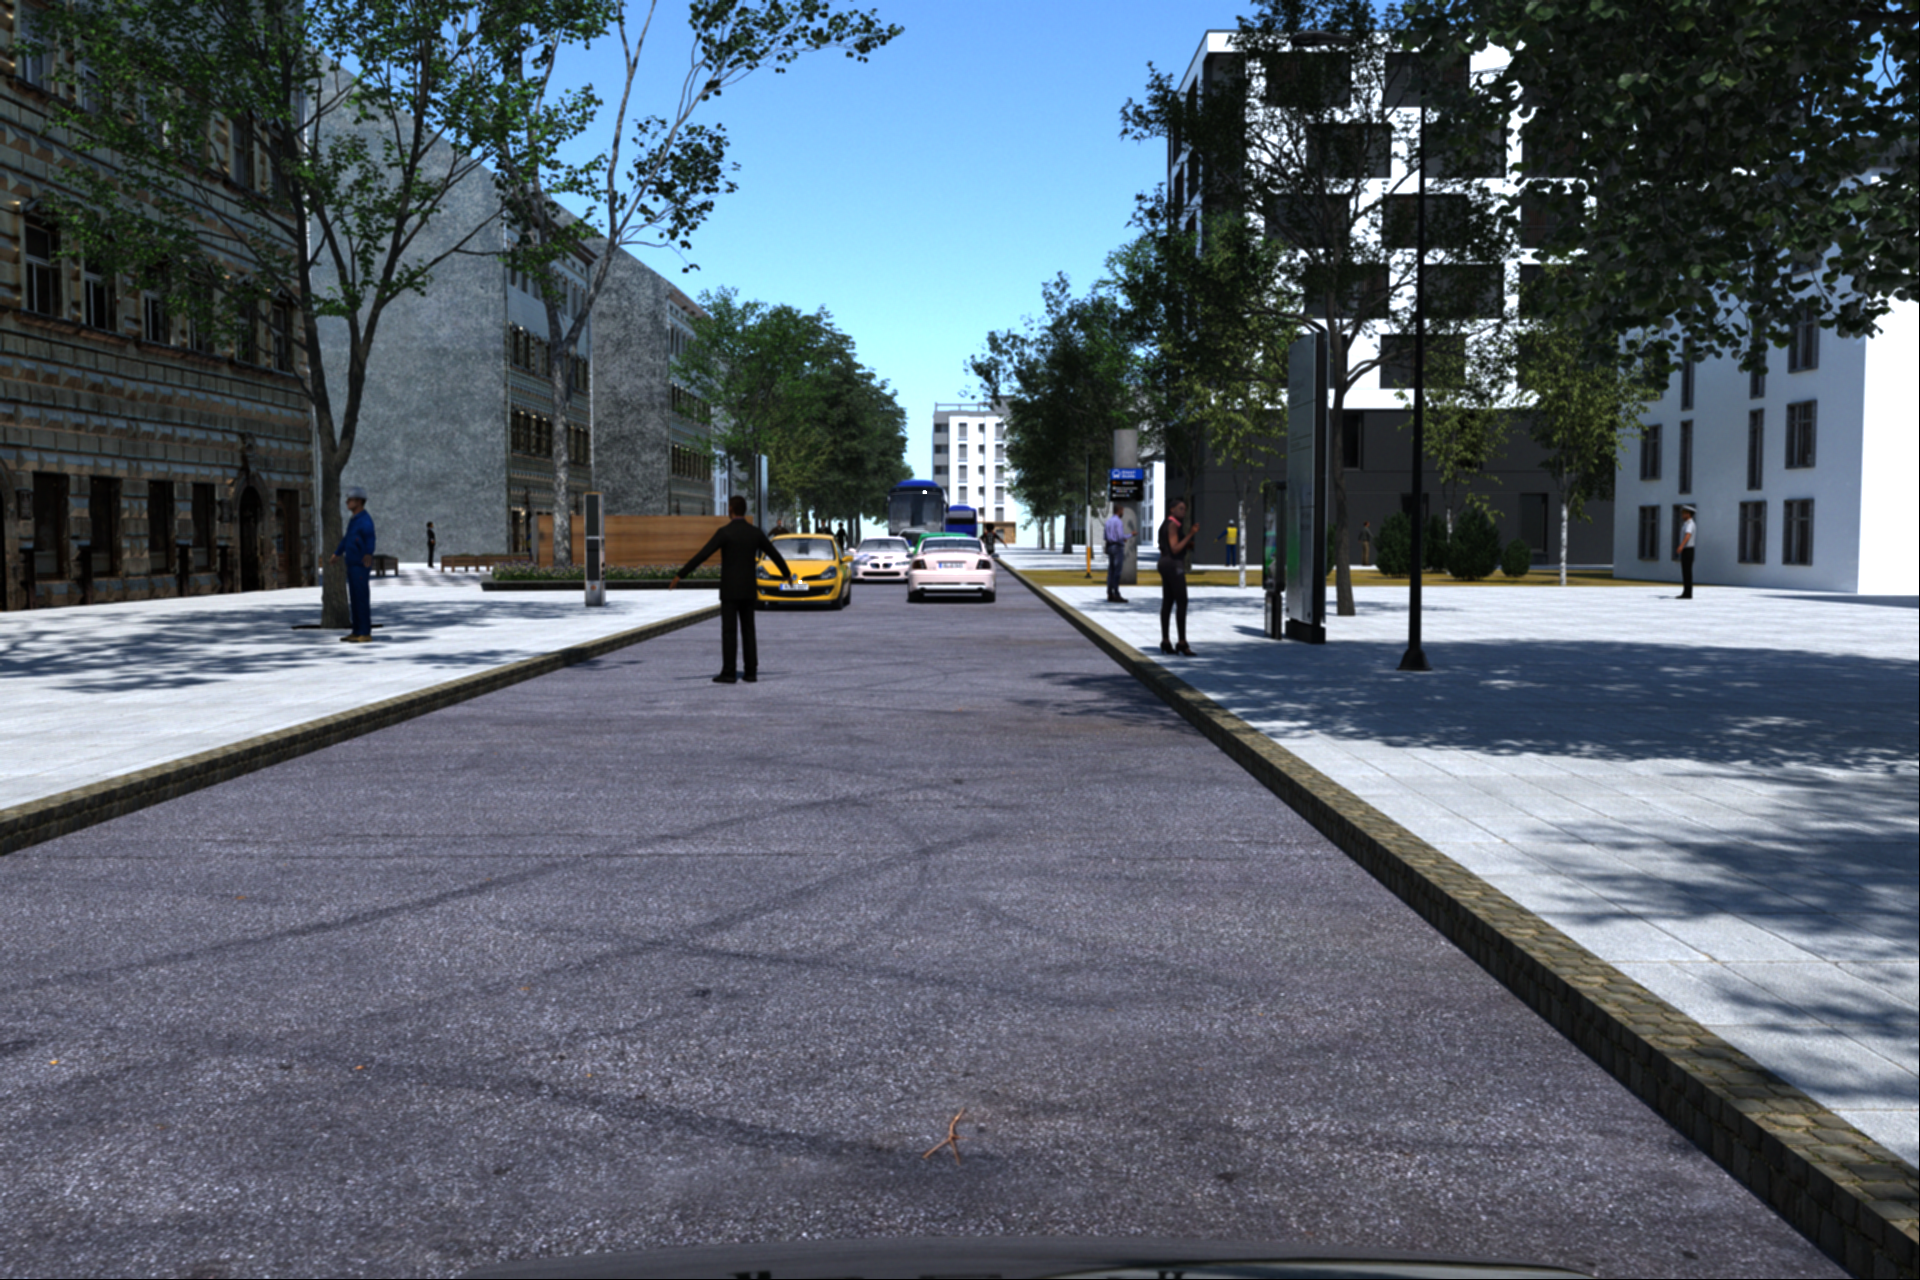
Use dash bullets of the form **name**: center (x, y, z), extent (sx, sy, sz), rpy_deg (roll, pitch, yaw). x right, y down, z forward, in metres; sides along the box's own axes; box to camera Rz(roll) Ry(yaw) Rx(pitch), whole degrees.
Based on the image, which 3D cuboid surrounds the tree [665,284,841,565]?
- **tree**: center (-8.606, -9.000, 72.897), extent (9.928, 11.665, 9.643), rpy_deg (0, 3, 0)

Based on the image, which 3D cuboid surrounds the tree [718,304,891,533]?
- **tree**: center (-8.597, -11.508, 94.809), extent (9.857, 13.997, 8.962), rpy_deg (0, 3, 0)

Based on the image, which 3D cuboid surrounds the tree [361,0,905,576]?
- **tree**: center (-8.044, -11.200, 39.015), extent (12.611, 20.169, 13.585), rpy_deg (0, 3, 0)

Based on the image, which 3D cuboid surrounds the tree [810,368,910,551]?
- **tree**: center (-8.486, -13.772, 131.819), extent (9.857, 13.997, 8.962), rpy_deg (0, 3, 0)

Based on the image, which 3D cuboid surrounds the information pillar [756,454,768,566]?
- **information pillar**: center (-5.905, -3.694, 51.711), extent (0.184, 3.620, 1.656), rpy_deg (0, 4, -1)

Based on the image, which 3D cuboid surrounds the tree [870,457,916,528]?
- **tree**: center (-8.839, -19.407, 235.432), extent (7.486, 12.596, 7.792), rpy_deg (0, 3, 0)

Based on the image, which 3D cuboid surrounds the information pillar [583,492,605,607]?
- **information pillar**: center (-6.479, -1.604, 30.711), extent (0.304, 2.012, 0.304), rpy_deg (0, 4, 0)

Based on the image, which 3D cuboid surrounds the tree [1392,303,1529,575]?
- **tree**: center (15.395, -6.340, 54.022), extent (4.737, 8.622, 4.395), rpy_deg (0, 3, 0)

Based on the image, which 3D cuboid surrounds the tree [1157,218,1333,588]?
- **tree**: center (6.634, -5.506, 40.381), extent (4.737, 8.622, 4.395), rpy_deg (0, 3, 0)

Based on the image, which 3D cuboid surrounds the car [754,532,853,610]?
- **car**: center (-3.060, -1.443, 33.815), extent (2.015, 1.641, 3.980), rpy_deg (0, 4, 0)

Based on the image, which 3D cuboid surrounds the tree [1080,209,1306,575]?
- **tree**: center (7.354, -7.897, 54.870), extent (9.928, 11.665, 9.643), rpy_deg (0, 3, 0)

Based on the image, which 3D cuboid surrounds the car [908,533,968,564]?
- **car**: center (-0.438, -2.297, 46.351), extent (1.959, 1.807, 4.718), rpy_deg (0, 4, -1)

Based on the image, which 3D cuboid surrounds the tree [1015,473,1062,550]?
- **tree**: center (6.435, -11.693, 141.535), extent (4.737, 8.622, 4.395), rpy_deg (0, 3, 0)

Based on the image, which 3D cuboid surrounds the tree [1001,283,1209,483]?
- **tree**: center (5.827, -7.961, 64.568), extent (7.601, 10.594, 8.767), rpy_deg (2, 4, 34)

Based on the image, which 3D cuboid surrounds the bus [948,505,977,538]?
- **bus**: center (0.021, -9.552, 147.714), extent (2.896, 3.916, 12.251), rpy_deg (0, 4, -1)

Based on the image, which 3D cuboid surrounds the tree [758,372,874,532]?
- **tree**: center (-8.839, -10.990, 105.440), extent (9.928, 11.665, 9.643), rpy_deg (0, 3, 0)

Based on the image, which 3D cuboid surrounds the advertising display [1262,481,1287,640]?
- **advertising display**: center (3.861, -0.984, 21.302), extent (0.123, 1.923, 0.974), rpy_deg (0, 4, 0)

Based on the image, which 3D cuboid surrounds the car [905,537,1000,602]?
- **car**: center (-0.166, -1.553, 37.756), extent (2.083, 1.381, 4.827), rpy_deg (0, 4, 0)

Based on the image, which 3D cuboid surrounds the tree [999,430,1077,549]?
- **tree**: center (7.144, -13.585, 147.877), extent (9.928, 11.665, 9.643), rpy_deg (0, 3, 0)

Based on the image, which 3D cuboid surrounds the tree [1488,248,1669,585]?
- **tree**: center (15.329, -5.670, 43.060), extent (4.737, 8.622, 4.395), rpy_deg (0, 3, 0)

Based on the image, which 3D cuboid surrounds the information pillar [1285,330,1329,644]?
- **information pillar**: center (4.173, -1.807, 20.868), extent (0.184, 3.620, 1.656), rpy_deg (0, 4, 0)

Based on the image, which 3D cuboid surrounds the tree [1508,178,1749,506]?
- **tree**: center (23.725, -9.362, 59.723), extent (9.857, 13.997, 8.962), rpy_deg (0, 3, 0)

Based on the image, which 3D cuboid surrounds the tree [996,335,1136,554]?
- **tree**: center (6.810, -12.408, 109.524), extent (9.857, 13.997, 8.962), rpy_deg (0, 3, 0)

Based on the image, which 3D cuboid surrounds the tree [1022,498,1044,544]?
- **tree**: center (11.027, -17.298, 233.180), extent (4.360, 8.622, 3.978), rpy_deg (0, 3, 0)

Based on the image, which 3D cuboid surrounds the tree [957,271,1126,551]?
- **tree**: center (6.202, -16.607, 127.419), extent (12.611, 20.169, 13.585), rpy_deg (0, 3, 0)

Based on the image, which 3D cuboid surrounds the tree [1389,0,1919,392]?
- **tree**: center (6.284, -6.280, 9.332), extent (9.857, 13.997, 8.962), rpy_deg (0, 3, 0)

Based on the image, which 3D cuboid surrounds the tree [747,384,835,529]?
- **tree**: center (-8.530, -8.226, 84.858), extent (4.737, 8.622, 4.395), rpy_deg (0, 3, 0)

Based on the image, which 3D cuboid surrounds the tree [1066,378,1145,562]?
- **tree**: center (6.524, -7.858, 78.835), extent (4.360, 8.622, 3.978), rpy_deg (0, 3, 0)

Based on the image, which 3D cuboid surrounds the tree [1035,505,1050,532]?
- **tree**: center (12.272, -17.606, 238.213), extent (4.737, 8.622, 4.395), rpy_deg (0, 3, 0)

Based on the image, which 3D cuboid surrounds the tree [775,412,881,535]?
- **tree**: center (-8.843, -11.604, 115.474), extent (9.928, 11.665, 9.643), rpy_deg (0, 3, 0)

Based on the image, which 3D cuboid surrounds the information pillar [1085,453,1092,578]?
- **information pillar**: center (3.731, -3.607, 50.328), extent (0.183, 3.616, 0.504), rpy_deg (0, 4, -1)

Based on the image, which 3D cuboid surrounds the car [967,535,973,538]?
- **car**: center (-0.113, -3.557, 70.167), extent (2.014, 1.417, 4.499), rpy_deg (0, 4, -1)

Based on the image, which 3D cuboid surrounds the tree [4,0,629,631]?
- **tree**: center (-8.423, -5.969, 23.348), extent (9.928, 11.665, 9.643), rpy_deg (0, 3, 0)

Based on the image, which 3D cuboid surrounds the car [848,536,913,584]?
- **car**: center (-2.254, -2.390, 51.436), extent (2.083, 1.381, 4.827), rpy_deg (0, 4, 0)

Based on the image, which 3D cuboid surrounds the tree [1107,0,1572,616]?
- **tree**: center (5.733, -5.661, 26.972), extent (7.601, 10.594, 8.767), rpy_deg (1, 4, 12)

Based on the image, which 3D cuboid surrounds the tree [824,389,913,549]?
- **tree**: center (-8.927, -14.810, 148.801), extent (9.857, 13.997, 8.962), rpy_deg (0, 3, 0)

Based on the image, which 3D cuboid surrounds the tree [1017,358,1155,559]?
- **tree**: center (6.339, -9.375, 87.701), extent (7.601, 10.594, 8.767), rpy_deg (0, 4, 7)
